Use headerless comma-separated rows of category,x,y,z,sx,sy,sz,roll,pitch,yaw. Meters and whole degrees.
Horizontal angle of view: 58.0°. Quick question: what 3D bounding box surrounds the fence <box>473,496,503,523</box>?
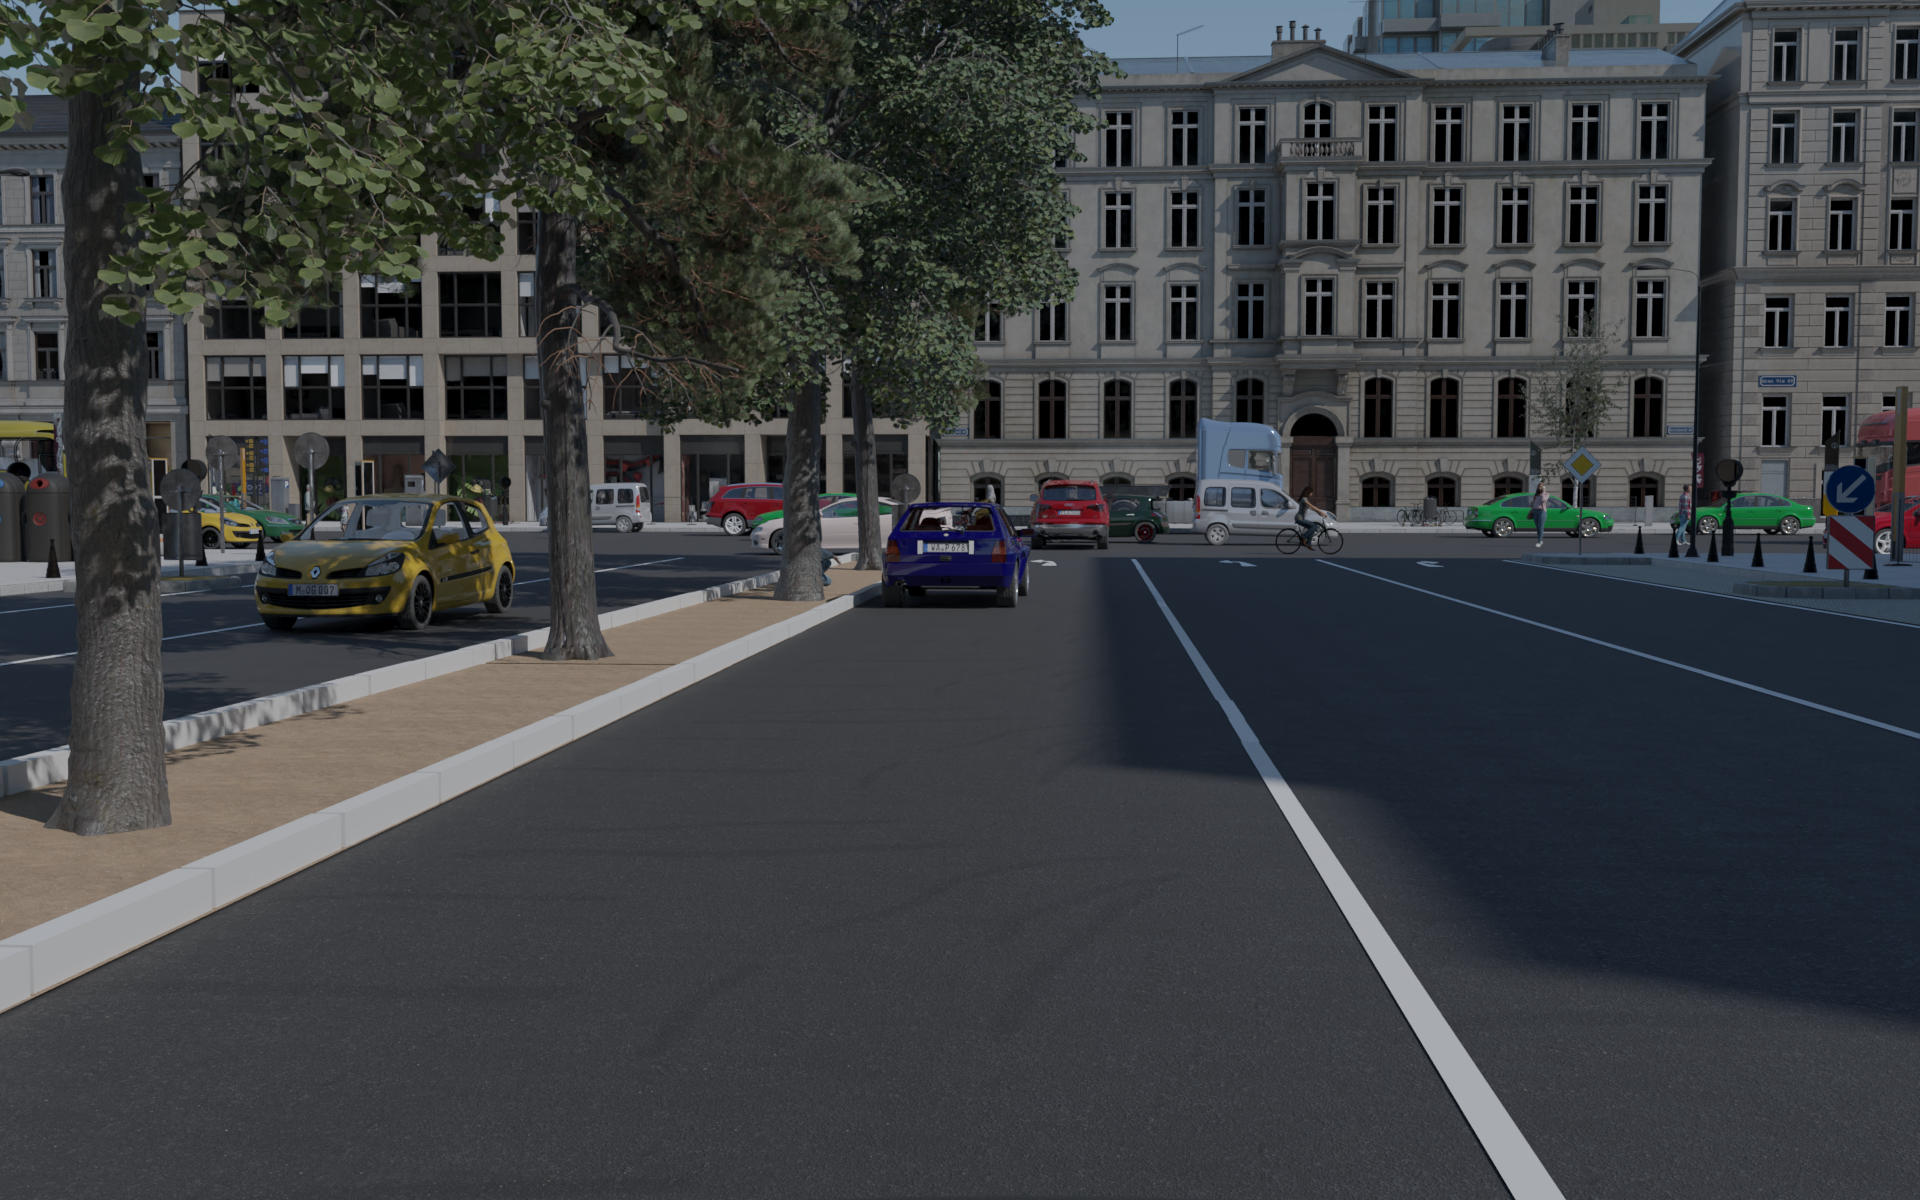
fence,-21.174,-4.061,77.606,2.264,1.192,0.480,3,5,40

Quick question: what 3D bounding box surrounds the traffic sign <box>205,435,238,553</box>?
traffic sign,-15.949,-2.281,37.395,0.768,2.556,0.104,1,4,11

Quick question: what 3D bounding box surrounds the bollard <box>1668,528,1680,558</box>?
bollard,14.389,-1.153,34.901,0.229,0.601,0.229,0,3,0

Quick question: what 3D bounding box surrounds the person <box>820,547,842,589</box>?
person,-2.135,-0.732,25.967,0.738,1.151,1.012,0,4,-3

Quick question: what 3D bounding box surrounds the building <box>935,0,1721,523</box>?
building,16.332,-16.134,82.876,34.723,24.649,14.460,0,4,4

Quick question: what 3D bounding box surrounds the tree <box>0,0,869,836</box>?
tree,-3.697,-5.316,7.496,7.486,12.596,7.792,0,3,0

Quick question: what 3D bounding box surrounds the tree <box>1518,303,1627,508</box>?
tree,23.971,-7.162,67.466,4.360,8.622,3.978,0,3,0

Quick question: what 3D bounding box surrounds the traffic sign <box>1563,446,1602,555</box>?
traffic sign,12.971,-1.990,36.180,0.795,2.450,0.064,0,4,4

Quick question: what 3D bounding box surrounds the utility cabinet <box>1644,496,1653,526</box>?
utility cabinet,27.459,-3.542,69.070,0.306,1.237,1.020,1,4,20

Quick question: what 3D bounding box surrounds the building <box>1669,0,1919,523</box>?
building,46.368,-17.304,80.192,25.104,27.353,12.463,0,4,4

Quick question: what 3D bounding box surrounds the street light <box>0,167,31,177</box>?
street light,-13.915,-3.198,24.825,1.470,5.913,1.316,0,4,4

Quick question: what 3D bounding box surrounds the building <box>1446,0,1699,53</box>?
building,50.459,-27.355,139.131,32.217,40.220,23.993,0,4,4

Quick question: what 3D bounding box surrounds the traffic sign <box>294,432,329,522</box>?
traffic sign,-13.337,-2.172,35.620,0.768,2.556,0.104,0,4,7

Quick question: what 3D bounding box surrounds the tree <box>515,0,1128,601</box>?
tree,-2.160,-6.964,22.975,9.857,13.997,8.962,0,3,0

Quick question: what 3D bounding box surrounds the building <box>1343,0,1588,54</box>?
building,47.718,-33.438,166.322,23.786,49.044,30.456,0,4,4

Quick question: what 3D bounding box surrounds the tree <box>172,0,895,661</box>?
tree,-3.439,-5.517,14.717,6.751,12.117,7.091,0,3,0

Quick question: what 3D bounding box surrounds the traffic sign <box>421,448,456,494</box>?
traffic sign,-11.451,-2.105,38.057,0.795,2.450,0.064,0,4,4

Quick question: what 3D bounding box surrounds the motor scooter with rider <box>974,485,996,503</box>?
motor scooter with rider,0.751,-3.002,58.040,1.986,1.779,0.876,0,4,5

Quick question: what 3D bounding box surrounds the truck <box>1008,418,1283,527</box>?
truck,2.851,-4.459,62.669,18.799,4.110,2.967,0,4,6

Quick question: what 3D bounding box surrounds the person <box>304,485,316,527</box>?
person,-23.005,-3.189,61.134,0.515,1.767,0.782,-2,4,-23

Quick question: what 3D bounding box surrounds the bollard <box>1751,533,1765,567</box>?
bollard,14.047,-0.883,30.480,0.229,0.601,0.229,0,3,0

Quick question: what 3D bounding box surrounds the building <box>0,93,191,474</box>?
building,-55.394,-14.383,86.080,40.483,20.767,10.553,0,4,4

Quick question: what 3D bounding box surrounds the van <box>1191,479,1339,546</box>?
van,8.570,-2.550,48.702,4.112,2.044,2.013,0,4,6

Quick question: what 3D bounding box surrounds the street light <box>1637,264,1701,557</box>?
street light,14.360,-3.826,35.096,1.470,5.913,1.316,0,4,4

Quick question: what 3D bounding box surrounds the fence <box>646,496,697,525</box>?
fence,-12.081,-3.746,72.452,2.264,1.192,0.480,2,4,27

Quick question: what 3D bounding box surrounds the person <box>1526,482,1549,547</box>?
person,15.770,-2.324,47.094,0.643,1.750,0.593,-3,4,-37

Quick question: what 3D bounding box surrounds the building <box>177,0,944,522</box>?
building,-17.838,-17.315,87.622,34.151,26.468,19.350,0,4,4

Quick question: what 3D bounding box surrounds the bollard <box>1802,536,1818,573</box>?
bollard,13.879,-0.747,28.260,0.229,0.601,0.229,0,3,0

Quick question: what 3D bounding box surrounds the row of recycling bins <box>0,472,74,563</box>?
row of recycling bins,-17.659,-1.565,32.698,3.534,1.692,1.069,0,4,-7

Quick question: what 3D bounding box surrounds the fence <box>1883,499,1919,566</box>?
fence,16.989,-1.139,29.829,0.480,1.192,2.264,-1,4,-15

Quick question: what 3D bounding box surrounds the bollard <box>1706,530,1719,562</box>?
bollard,14.215,-1.018,32.685,0.229,0.601,0.229,0,3,0

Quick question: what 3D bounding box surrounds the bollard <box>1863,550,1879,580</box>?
bollard,13.712,-0.612,26.054,0.229,0.601,0.229,0,3,0

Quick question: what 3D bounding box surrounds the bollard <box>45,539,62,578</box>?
bollard,-13.856,-0.636,26.448,0.229,0.601,0.229,0,3,0

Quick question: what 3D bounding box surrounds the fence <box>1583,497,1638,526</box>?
fence,26.465,-3.640,70.715,2.264,1.192,0.480,1,4,22

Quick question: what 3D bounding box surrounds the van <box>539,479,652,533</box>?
van,-13.708,-3.545,64.967,4.112,2.044,2.013,0,4,6

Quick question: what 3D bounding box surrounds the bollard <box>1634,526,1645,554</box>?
bollard,14.559,-1.288,37.106,0.229,0.601,0.229,0,3,0

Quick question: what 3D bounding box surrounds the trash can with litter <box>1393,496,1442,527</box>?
trash can with litter,18.140,-3.507,68.396,2.233,1.210,1.678,0,4,-2

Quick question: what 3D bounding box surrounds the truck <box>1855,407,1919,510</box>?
truck,30.552,-3.647,48.534,11.283,4.237,2.839,0,4,4

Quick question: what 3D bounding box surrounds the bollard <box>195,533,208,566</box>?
bollard,-13.522,-0.906,30.859,0.229,0.601,0.229,0,3,0

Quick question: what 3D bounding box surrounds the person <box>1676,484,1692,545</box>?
person,20.395,-2.415,48.828,0.643,1.720,0.563,0,4,7

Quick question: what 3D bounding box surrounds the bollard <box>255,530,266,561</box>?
bollard,-13.355,-1.041,33.065,0.229,0.601,0.229,0,3,0
